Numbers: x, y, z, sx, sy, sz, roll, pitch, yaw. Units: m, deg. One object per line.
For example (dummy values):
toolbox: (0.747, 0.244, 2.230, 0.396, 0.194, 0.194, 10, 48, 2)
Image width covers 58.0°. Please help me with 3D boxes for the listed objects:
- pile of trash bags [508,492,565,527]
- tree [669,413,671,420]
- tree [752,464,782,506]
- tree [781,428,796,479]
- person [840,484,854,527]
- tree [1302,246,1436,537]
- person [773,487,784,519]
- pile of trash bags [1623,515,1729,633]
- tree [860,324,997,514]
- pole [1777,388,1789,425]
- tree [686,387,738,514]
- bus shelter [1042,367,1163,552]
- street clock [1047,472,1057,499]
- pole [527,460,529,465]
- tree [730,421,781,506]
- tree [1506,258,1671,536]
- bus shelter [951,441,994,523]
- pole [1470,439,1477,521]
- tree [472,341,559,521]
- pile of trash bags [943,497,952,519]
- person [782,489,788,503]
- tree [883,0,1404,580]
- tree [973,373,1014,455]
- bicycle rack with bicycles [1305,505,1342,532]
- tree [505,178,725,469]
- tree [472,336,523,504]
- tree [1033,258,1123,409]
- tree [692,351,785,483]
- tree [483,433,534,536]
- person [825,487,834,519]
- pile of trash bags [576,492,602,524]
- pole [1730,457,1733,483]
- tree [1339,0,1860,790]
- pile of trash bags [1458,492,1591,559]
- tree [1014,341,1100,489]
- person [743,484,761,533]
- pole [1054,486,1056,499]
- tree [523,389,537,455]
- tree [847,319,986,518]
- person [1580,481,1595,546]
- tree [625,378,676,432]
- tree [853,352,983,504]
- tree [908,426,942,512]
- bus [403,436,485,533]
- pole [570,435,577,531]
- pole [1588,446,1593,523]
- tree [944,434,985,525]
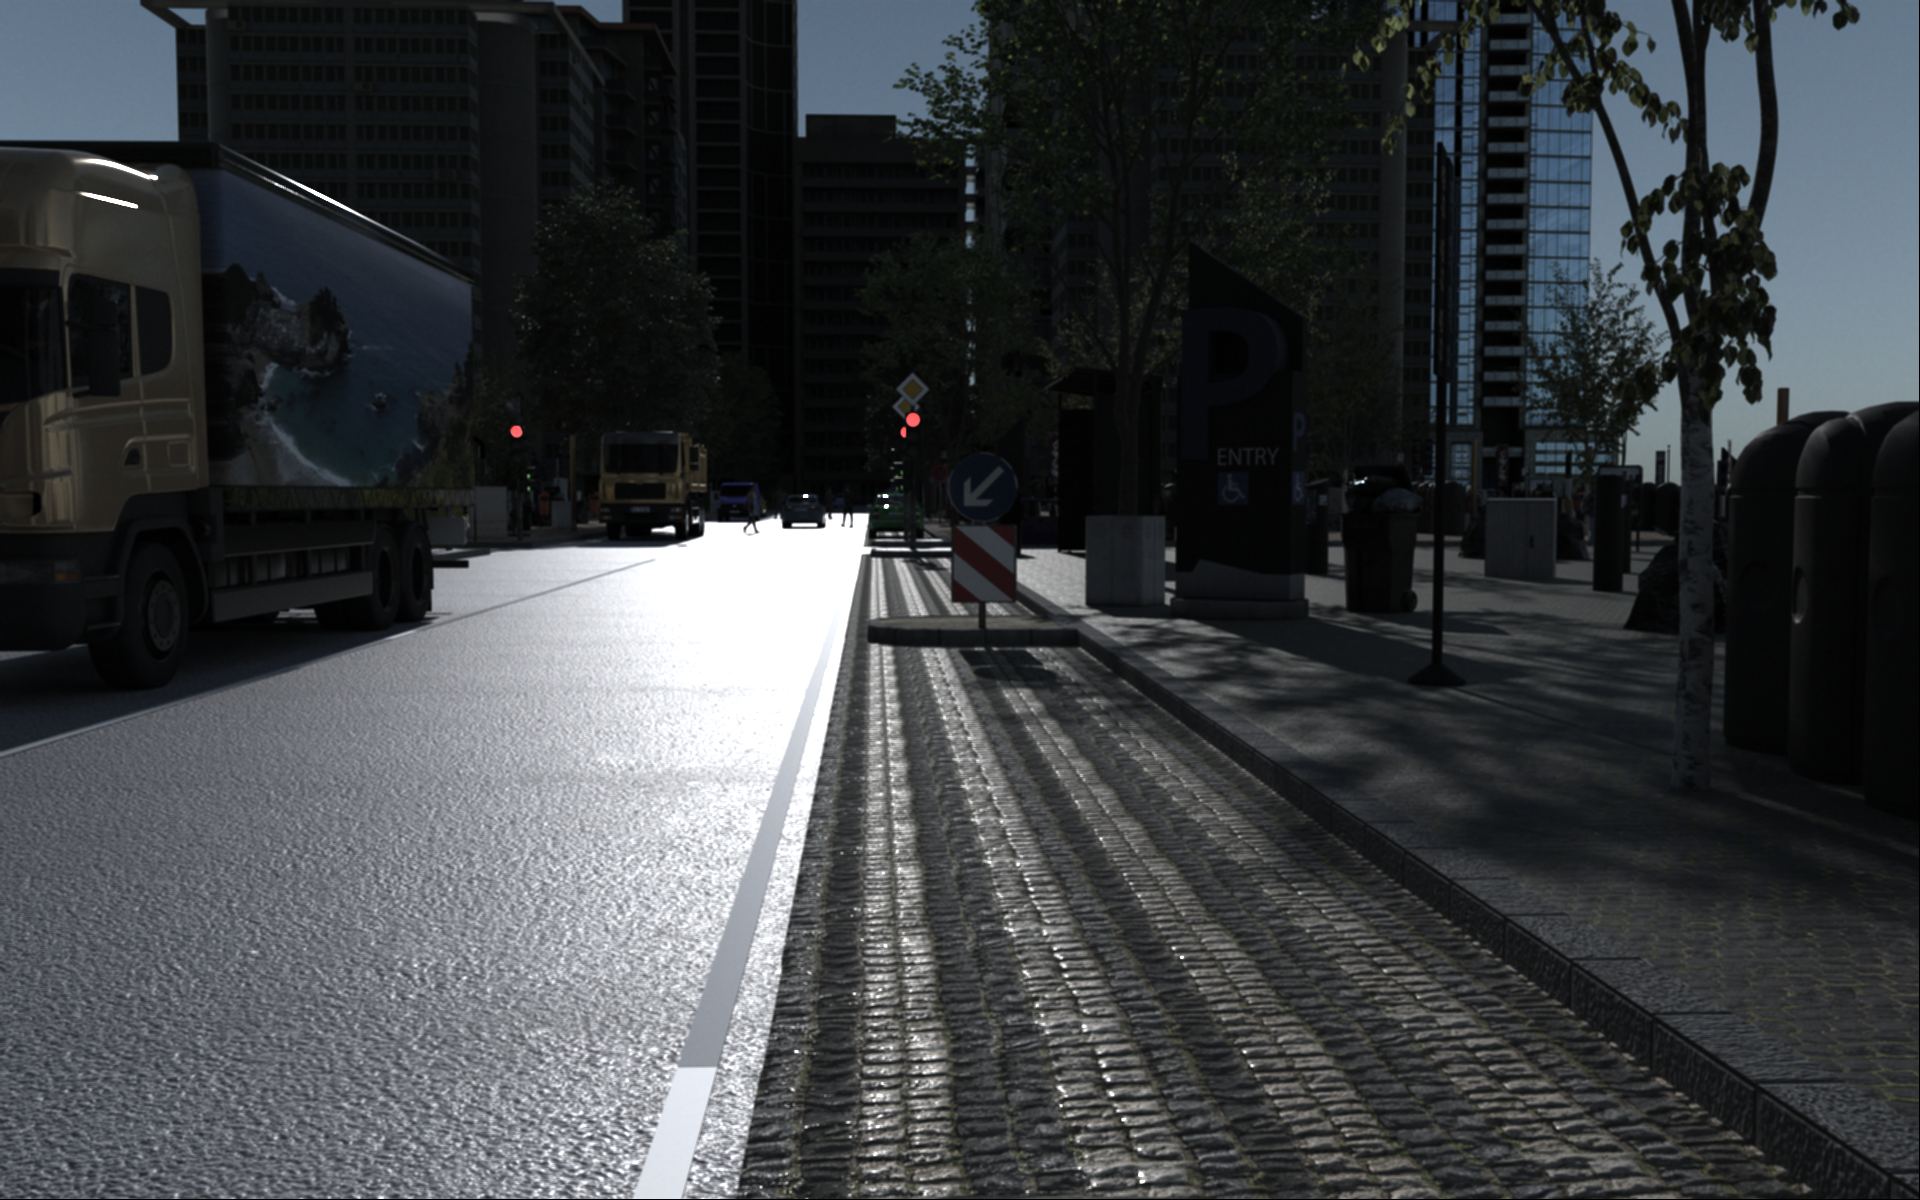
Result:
pile of trash bags: (-16.809, -3.611, 68.795, 1.912, 1.369, 3.447, -2, 4, -26)
tree: (-17.191, -12.062, 122.971, 9.928, 11.665, 9.643, 0, 3, 0)
tree: (-18.996, -11.326, 168.891, 4.285, 4.588, 4.351, 0, 3, 0)
tree: (-19.527, -14.215, 182.772, 4.360, 8.622, 3.978, 0, 3, 0)
person: (-4.942, -4.129, 75.778, 0.659, 1.850, 0.755, -3, 4, -38)
tree: (11.280, -6.187, 51.519, 4.737, 8.622, 4.395, 0, 3, 0)
person: (-10.576, -5.676, 101.113, 0.655, 1.846, 0.447, -1, 4, -11)
pile of trash bags: (8.103, -0.429, 16.767, 3.447, 1.369, 1.912, -3, 4, -37)
tree: (-2.009, -12.057, 114.141, 9.611, 12.733, 9.660, 0, 3, 0)
pole: (15.838, -2.420, 33.408, 0.158, 3.312, 0.155, 0, 3, 0)
tree: (-16.656, -10.009, 114.002, 4.737, 8.622, 4.395, 0, 3, 0)
bus shelter: (2.815, -2.679, 35.093, 1.731, 3.624, 6.357, 0, 4, -3)
street clock: (3.037, -3.198, 56.858, 0.358, 2.002, 0.471, -1, 4, -13)
pole: (-25.862, -6.711, 103.574, 0.158, 3.312, 0.155, 0, 3, 0)
tree: (-18.960, -12.524, 155.122, 4.360, 8.622, 3.978, 0, 3, 0)
tree: (19.131, -6.297, 53.318, 4.737, 8.622, 4.395, 0, 3, 0)
bus shelter: (0.577, -5.389, 79.385, 1.731, 3.624, 6.357, 0, 4, -3)
pole: (19.213, -4.338, 64.768, 0.158, 3.312, 0.155, 0, 3, 0)
tree: (-21.491, -8.101, 82.821, 4.737, 8.622, 4.395, 0, 3, 0)
pile of trash bags: (-0.007, -4.834, 88.781, 1.912, 1.369, 3.447, 1, 4, 12)
person: (-12.988, -7.310, 128.007, 1.348, 1.826, 0.705, 3, 4, 37)
tree: (2.546, -6.104, 25.554, 9.928, 11.665, 9.643, 0, 3, 0)
tree: (2.573, -9.271, 101.943, 4.737, 8.622, 4.395, 0, 3, 0)
bicycle rack with bicycles: (12.092, -2.738, 58.152, 2.925, 0.926, 2.852, -1, 4, -13)
tree: (-13.752, -10.004, 70.226, 9.857, 13.997, 8.962, 0, 3, 0)
tree: (-22.511, -7.765, 77.317, 4.360, 8.622, 3.978, 0, 3, 0)
tree: (4.649, -6.225, 52.149, 4.360, 8.622, 3.978, 0, 3, 0)
tree: (-17.717, -13.412, 137.415, 7.486, 12.596, 7.792, 0, 3, 0)
tree: (-13.665, -3.574, 53.033, 1.663, 3.219, 1.824, 0, 3, 0)
person: (-7.495, -5.563, 99.422, 0.622, 1.834, 0.822, 2, 4, 28)
pile of trash bags: (-16.730, -3.994, 75.057, 3.447, 1.369, 1.912, 3, 4, 38)
pole: (42.250, -6.190, 95.046, 0.158, 3.312, 0.155, 0, 3, 0)
tree: (2.960, -3.483, 7.317, 4.360, 8.622, 3.978, 0, 3, 0)
pile of trash bags: (11.869, -1.526, 34.700, 3.447, 1.369, 1.912, -1, 4, -18)
tree: (5.022, -8.156, 83.705, 4.737, 8.622, 4.395, 0, 3, 0)
person: (-7.622, -3.340, 63.205, 0.778, 1.811, 0.616, 2, 4, 27)
pole: (4.342, -5.266, 79.940, 0.158, 3.312, 0.155, 0, 3, 0)
tree: (-29.850, -10.064, 114.914, 4.360, 8.622, 3.978, 0, 3, 0)
tree: (-2.002, -9.658, 92.316, 7.601, 10.594, 8.767, 1, 4, 20)
person: (16.486, -2.210, 44.975, 0.721, 1.781, 0.623, 3, 5, 42)
tree: (-19.541, -9.616, 107.590, 4.360, 8.622, 3.978, 0, 3, 0)
tree: (-3.410, -13.800, 135.994, 12.009, 13.543, 11.850, 0, 3, 0)
tree: (-2.591, -10.607, 123.791, 4.737, 8.622, 4.395, 0, 3, 0)
bus: (-18.423, -3.178, 43.513, 12.252, 3.916, 2.896, 0, 4, -4)
pole: (-13.368, -4.038, 59.870, 0.158, 3.312, 0.155, 0, 3, 0)
pole: (26.854, -4.896, 73.887, 0.158, 3.312, 0.155, 0, 3, 0)
tree: (0.442, -3.743, 55.797, 1.663, 3.219, 1.824, 0, 3, 0)
